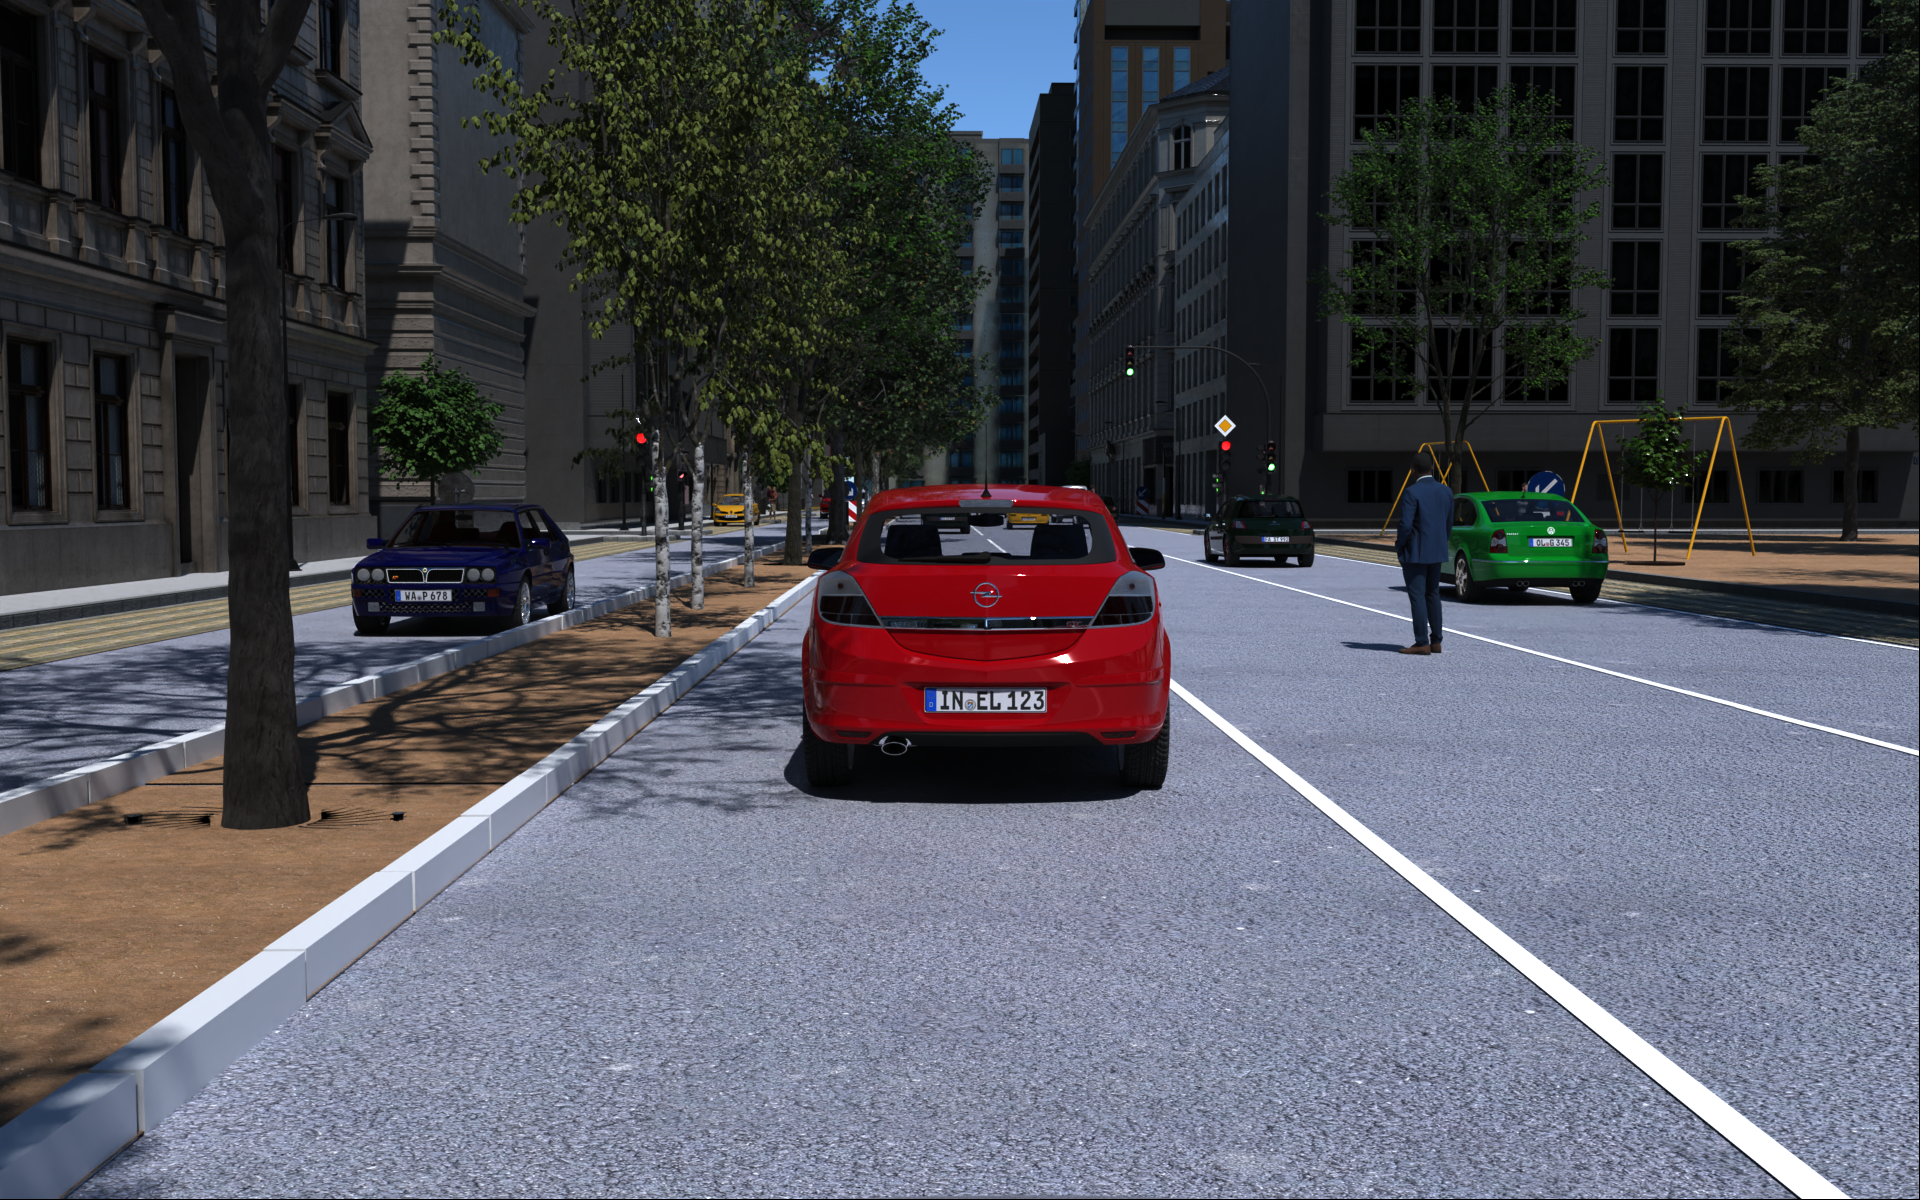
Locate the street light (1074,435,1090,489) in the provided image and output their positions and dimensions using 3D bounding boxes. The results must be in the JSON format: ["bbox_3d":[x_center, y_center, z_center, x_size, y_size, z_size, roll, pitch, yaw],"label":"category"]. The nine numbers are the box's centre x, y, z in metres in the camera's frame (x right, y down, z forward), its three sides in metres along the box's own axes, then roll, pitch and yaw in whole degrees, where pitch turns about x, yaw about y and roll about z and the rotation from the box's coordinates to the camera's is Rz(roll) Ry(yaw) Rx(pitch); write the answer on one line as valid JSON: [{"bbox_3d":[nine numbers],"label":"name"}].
[{"bbox_3d":[9.641,-9.989,135.858,1.470,5.913,1.316,0,4,-1],"label":"street light"}]

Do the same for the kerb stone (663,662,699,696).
[{"bbox_3d":[-2.038,0.594,12.557,0.120,0.150,1.000,0,4,-1],"label":"kerb stone"}]

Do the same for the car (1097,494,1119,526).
[{"bbox_3d":[5.683,-3.860,72.905,2.009,1.686,4.222,0,3,0],"label":"car"}]

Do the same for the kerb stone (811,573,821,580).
[{"bbox_3d":[-2.288,-0.284,26.904,0.120,0.150,1.000,0,4,-1],"label":"kerb stone"}]

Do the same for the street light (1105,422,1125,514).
[{"bbox_3d":[9.957,-8.475,111.105,1.470,5.913,1.316,0,4,-1],"label":"street light"}]

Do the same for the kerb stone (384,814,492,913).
[{"bbox_3d":[-1.928,0.970,6.410,0.120,0.150,1.000,0,4,-1],"label":"kerb stone"}]

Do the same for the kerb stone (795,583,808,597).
[{"bbox_3d":[-2.228,-0.100,23.829,0.120,0.150,1.000,0,4,-1],"label":"kerb stone"}]

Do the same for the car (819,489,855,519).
[{"bbox_3d":[-7.030,-5.613,100.446,2.281,1.827,5.304,0,4,-2],"label":"car"}]

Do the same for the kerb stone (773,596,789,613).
[{"bbox_3d":[-2.178,0.088,20.753,0.120,0.150,1.000,0,4,-1],"label":"kerb stone"}]

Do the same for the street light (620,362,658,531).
[{"bbox_3d":[-11.298,-5.404,60.896,1.470,5.913,1.316,0,4,-1],"label":"street light"}]

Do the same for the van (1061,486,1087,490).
[{"bbox_3d":[5.507,-4.850,86.314,2.013,2.044,4.112,0,4,-3],"label":"van"}]

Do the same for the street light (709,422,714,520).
[{"bbox_3d":[-11.734,-6.918,85.646,1.470,5.913,1.316,0,4,-1],"label":"street light"}]

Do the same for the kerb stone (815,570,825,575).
[{"bbox_3d":[-2.302,-0.350,27.926,0.120,0.150,1.000,0,4,-1],"label":"kerb stone"}]

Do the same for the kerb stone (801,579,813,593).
[{"bbox_3d":[-2.245,-0.163,24.853,0.120,0.150,1.000,0,4,-1],"label":"kerb stone"}]

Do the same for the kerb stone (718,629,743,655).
[{"bbox_3d":[-2.095,0.402,15.624,0.120,0.150,1.000,0,4,-1],"label":"kerb stone"}]

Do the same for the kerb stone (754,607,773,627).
[{"bbox_3d":[-2.149,0.214,18.700,0.120,0.150,1.000,0,4,-1],"label":"kerb stone"}]

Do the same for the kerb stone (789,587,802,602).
[{"bbox_3d":[-2.215,-0.037,22.803,0.120,0.150,1.000,0,4,-1],"label":"kerb stone"}]

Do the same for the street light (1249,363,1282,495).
[{"bbox_3d":[10.857,-5.447,61.605,1.470,5.913,1.316,0,4,-1],"label":"street light"}]

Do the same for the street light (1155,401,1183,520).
[{"bbox_3d":[10.417,-6.961,86.355,1.470,5.913,1.316,0,4,-1],"label":"street light"}]

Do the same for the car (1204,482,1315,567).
[{"bbox_3d":[6.066,-1.566,35.385,2.009,1.686,4.222,0,4,0],"label":"car"}]

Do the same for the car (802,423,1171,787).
[{"bbox_3d":[0.150,-0.056,9.962,2.155,1.783,4.494,0,4,1],"label":"car"}]

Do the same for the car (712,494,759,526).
[{"bbox_3d":[-10.003,-4.116,77.521,2.015,1.641,3.980,0,4,0],"label":"car"}]

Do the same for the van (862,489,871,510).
[{"bbox_3d":[-7.710,-7.717,133.188,2.013,2.044,4.112,0,4,-2],"label":"van"}]

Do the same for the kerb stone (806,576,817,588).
[{"bbox_3d":[-2.267,-0.224,25.882,0.120,0.150,1.000,0,4,-1],"label":"kerb stone"}]

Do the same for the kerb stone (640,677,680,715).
[{"bbox_3d":[-2.018,0.657,11.535,0.120,0.150,1.000,0,4,-1],"label":"kerb stone"}]

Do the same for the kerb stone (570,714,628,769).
[{"bbox_3d":[-1.978,0.778,9.483,0.120,0.150,1.000,0,4,-1],"label":"kerb stone"}]

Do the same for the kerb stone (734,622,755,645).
[{"bbox_3d":[-2.105,0.343,16.646,0.120,0.150,1.000,0,4,-1],"label":"kerb stone"}]

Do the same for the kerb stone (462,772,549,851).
[{"bbox_3d":[-1.946,0.903,7.431,0.120,0.150,1.000,0,4,-1],"label":"kerb stone"}]

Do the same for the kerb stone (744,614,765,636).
[{"bbox_3d":[-2.123,0.277,17.676,0.120,0.150,1.000,0,4,-1],"label":"kerb stone"}]

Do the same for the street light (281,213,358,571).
[{"bbox_3d":[-10.650,-3.438,28.761,1.470,5.913,1.316,0,4,-1],"label":"street light"}]

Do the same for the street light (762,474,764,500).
[{"bbox_3d":[-12.119,-8.486,111.294,1.470,5.913,1.316,0,4,-1],"label":"street light"}]

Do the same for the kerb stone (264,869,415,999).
[{"bbox_3d":[-1.912,1.028,5.385,0.120,0.150,1.000,0,4,-1],"label":"kerb stone"}]

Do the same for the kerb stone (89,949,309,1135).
[{"bbox_3d":[-1.889,1.091,4.363,0.120,0.150,1.000,0,4,-1],"label":"kerb stone"}]

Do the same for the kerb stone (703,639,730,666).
[{"bbox_3d":[-2.081,0.468,14.601,0.120,0.150,1.000,0,4,-1],"label":"kerb stone"}]

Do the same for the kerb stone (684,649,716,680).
[{"bbox_3d":[-2.058,0.527,13.579,0.120,0.150,1.000,0,4,-1],"label":"kerb stone"}]

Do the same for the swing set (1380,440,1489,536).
[{"bbox_3d":[14.487,-3.329,52.052,2.862,2.851,3.119,0,4,-8],"label":"swing set"}]

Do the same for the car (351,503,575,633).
[{"bbox_3d":[-5.380,-0.396,19.052,1.945,1.354,3.894,0,4,-2],"label":"car"}]

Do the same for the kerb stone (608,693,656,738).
[{"bbox_3d":[-2.003,0.715,10.513,0.120,0.150,1.000,0,4,-1],"label":"kerb stone"}]

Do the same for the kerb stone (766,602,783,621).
[{"bbox_3d":[-2.152,0.154,19.725,0.120,0.150,1.000,0,4,-1],"label":"kerb stone"}]

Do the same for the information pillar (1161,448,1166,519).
[{"bbox_3d":[10.352,-5.904,87.883,0.183,3.616,0.504,0,4,0],"label":"information pillar"}]

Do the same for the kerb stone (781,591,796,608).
[{"bbox_3d":[-2.196,0.026,21.775,0.120,0.150,1.000,0,4,-1],"label":"kerb stone"}]

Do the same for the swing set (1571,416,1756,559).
[{"bbox_3d":[14.570,-2.342,35.910,2.862,2.851,3.119,-3,5,-40],"label":"swing set"}]

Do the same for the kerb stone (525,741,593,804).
[{"bbox_3d":[-1.967,0.846,8.462,0.120,0.150,1.000,0,4,-1],"label":"kerb stone"}]

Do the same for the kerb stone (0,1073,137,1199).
[{"bbox_3d":[-1.878,1.153,3.341,0.120,0.150,1.000,0,4,-1],"label":"kerb stone"}]

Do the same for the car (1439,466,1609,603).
[{"bbox_3d":[7.515,-0.944,24.229,1.959,1.807,4.718,0,4,0],"label":"car"}]
